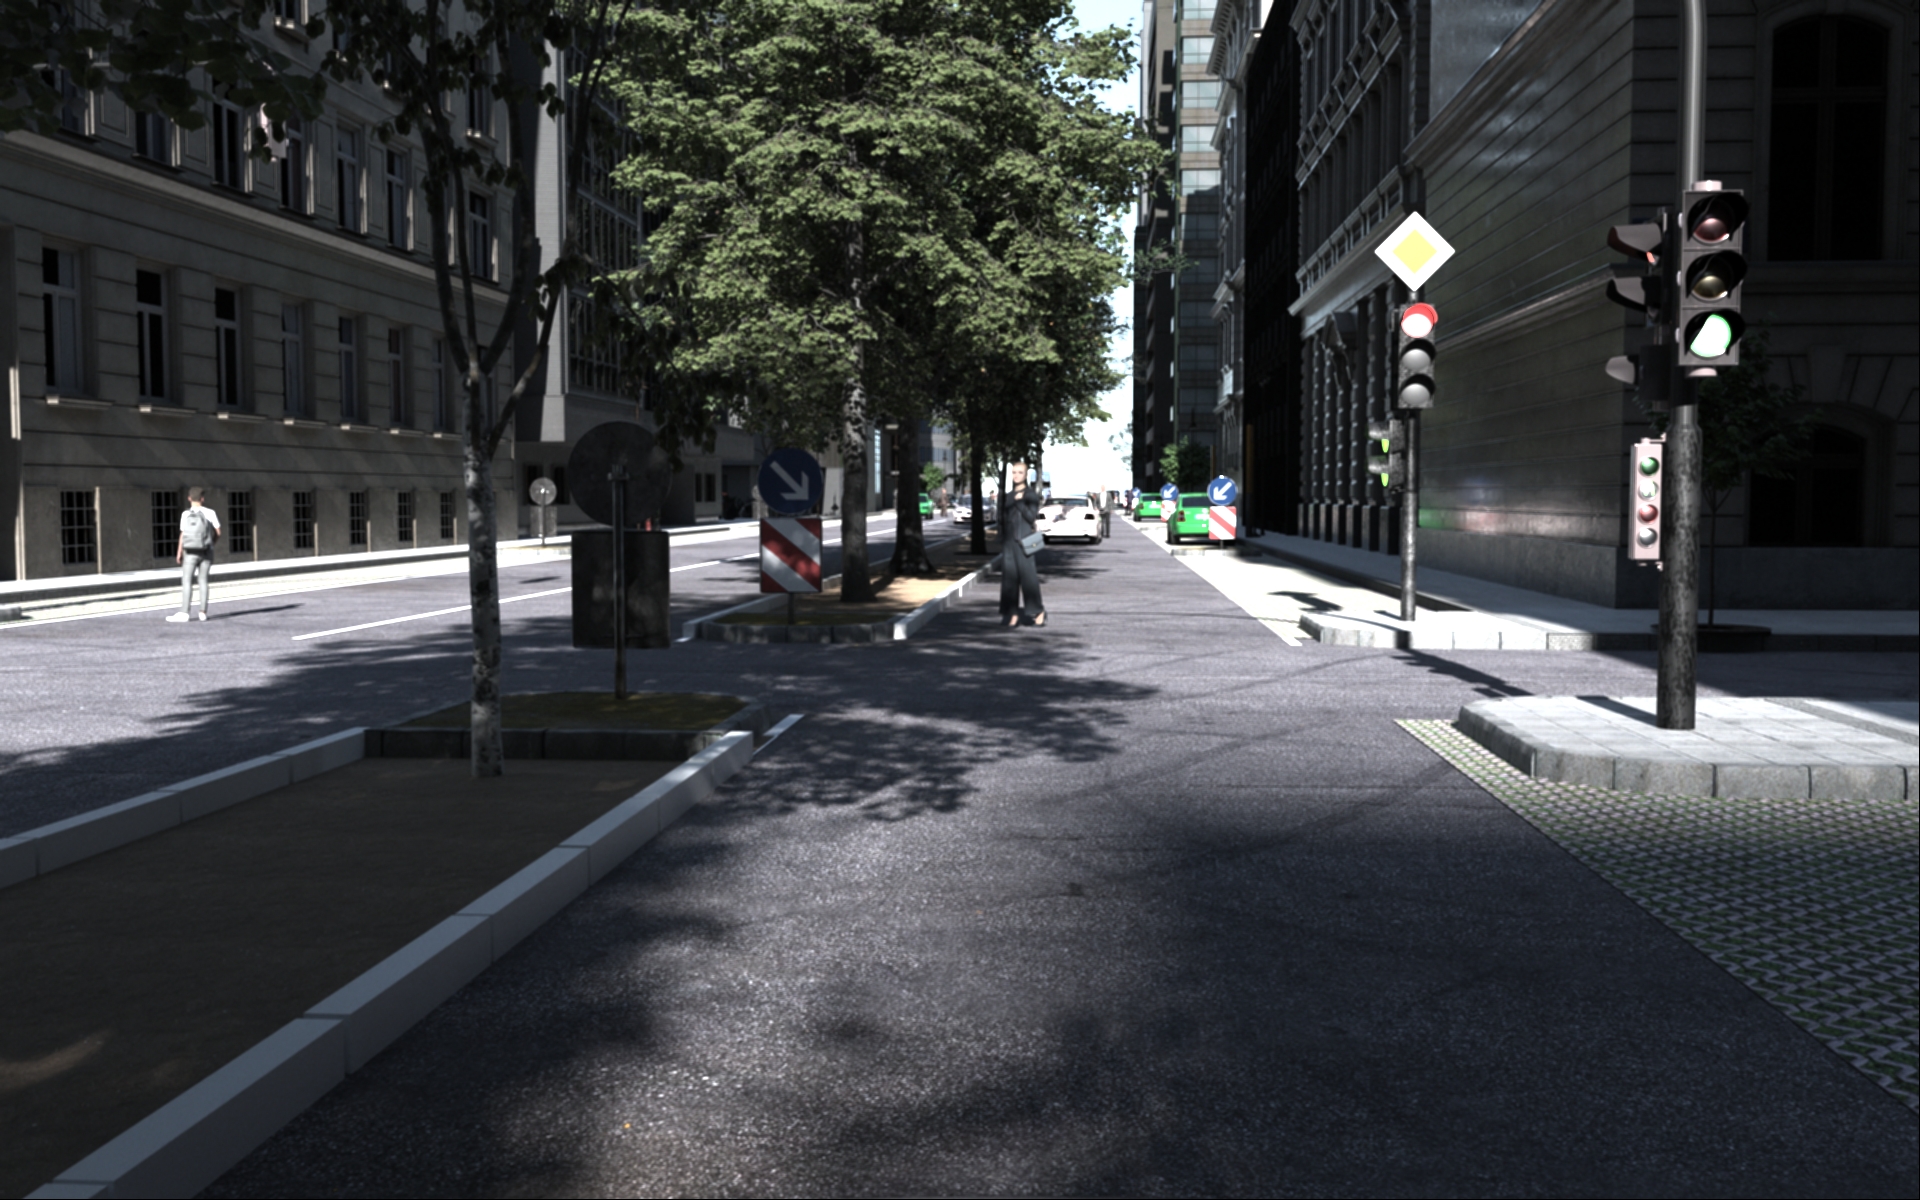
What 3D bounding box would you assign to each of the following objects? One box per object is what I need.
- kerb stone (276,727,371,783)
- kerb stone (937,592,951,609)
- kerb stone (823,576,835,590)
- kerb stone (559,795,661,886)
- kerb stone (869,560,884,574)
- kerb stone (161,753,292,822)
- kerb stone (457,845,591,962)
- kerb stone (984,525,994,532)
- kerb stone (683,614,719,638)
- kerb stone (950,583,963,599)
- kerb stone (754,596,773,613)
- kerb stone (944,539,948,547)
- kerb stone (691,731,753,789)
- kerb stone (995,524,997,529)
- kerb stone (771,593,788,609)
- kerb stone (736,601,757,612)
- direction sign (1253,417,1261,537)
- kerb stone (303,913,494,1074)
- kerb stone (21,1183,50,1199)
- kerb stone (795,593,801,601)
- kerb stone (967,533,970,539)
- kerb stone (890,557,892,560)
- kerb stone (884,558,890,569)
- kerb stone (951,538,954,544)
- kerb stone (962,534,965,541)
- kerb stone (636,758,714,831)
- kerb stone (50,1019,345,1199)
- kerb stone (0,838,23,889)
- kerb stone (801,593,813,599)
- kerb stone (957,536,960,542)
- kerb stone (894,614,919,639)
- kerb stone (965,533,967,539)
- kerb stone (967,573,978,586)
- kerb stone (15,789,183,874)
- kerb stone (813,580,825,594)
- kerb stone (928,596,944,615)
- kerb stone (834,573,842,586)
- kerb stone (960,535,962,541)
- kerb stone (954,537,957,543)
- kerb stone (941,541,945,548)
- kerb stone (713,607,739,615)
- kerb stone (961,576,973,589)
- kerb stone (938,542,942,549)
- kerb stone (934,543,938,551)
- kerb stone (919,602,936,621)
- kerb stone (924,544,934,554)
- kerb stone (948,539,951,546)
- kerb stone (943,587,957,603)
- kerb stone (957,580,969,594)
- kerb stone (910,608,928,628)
[{"bbox_3d":[-3.303,0.806,9.028,0.120,0.150,1.000,0,4,4],"label":"kerb stone"},{"bbox_3d":[-0.247,0.031,21.692,0.120,0.150,1.000,0,4,4],"label":"kerb stone"},{"bbox_3d":[-2.032,-0.226,25.888,0.120,0.150,1.000,0,4,4],"label":"kerb stone"},{"bbox_3d":[-1.371,0.940,6.822,0.120,0.150,1.000,0,4,4],"label":"kerb stone"},{"bbox_3d":[-1.573,-0.601,32.023,0.120,0.150,1.000,0,4,4],"label":"kerb stone"},{"bbox_3d":[-3.388,0.868,7.996,0.120,0.150,1.000,0,4,4],"label":"kerb stone"},{"bbox_3d":[-1.449,1.006,5.800,0.120,0.150,1.000,0,4,4],"label":"kerb stone"},{"bbox_3d":[1.139,-2.785,67.827,0.120,0.150,1.000,0,4,4],"label":"kerb stone"},{"bbox_3d":[-2.657,0.277,17.702,0.120,0.150,1.000,0,4,4],"label":"kerb stone"},{"bbox_3d":[-0.095,-0.094,23.734,0.120,0.150,1.000,0,4,4],"label":"kerb stone"},{"bbox_3d":[-2.425,0.087,20.768,0.120,0.150,1.000,0,4,4],"label":"kerb stone"},{"bbox_3d":[-0.489,-1.478,46.370,0.120,0.150,1.000,0,4,4],"label":"kerb stone"},{"bbox_3d":[-1.216,0.815,8.869,0.120,0.150,1.000,0,4,4],"label":"kerb stone"},{"bbox_3d":[1.298,-2.914,69.872,0.120,0.150,1.000,0,4,4],"label":"kerb stone"},{"bbox_3d":[-2.342,0.024,21.795,0.120,0.150,1.000,0,4,4],"label":"kerb stone"},{"bbox_3d":[-2.500,0.150,19.749,0.120,0.150,1.000,0,4,4],"label":"kerb stone"},{"bbox_3d":[8.785,-3.640,51.512,0.379,3.537,0.876,1,4,15],"label":"direction sign"},{"bbox_3d":[-1.525,1.065,4.776,0.120,0.150,1.000,0,4,4],"label":"kerb stone"},{"bbox_3d":[-1.678,1.191,2.724,0.120,0.150,1.000,0,4,4],"label":"kerb stone"},{"bbox_3d":[-2.271,-0.036,22.815,0.120,0.150,1.000,0,4,4],"label":"kerb stone"},{"bbox_3d":[0.130,-1.979,54.548,0.120,0.150,1.000,0,4,4],"label":"kerb stone"},{"bbox_3d":[-1.417,-0.720,34.073,0.120,0.150,1.000,0,4,4],"label":"kerb stone"},{"bbox_3d":[-1.502,-0.661,33.048,0.120,0.150,1.000,0,4,4],"label":"kerb stone"},{"bbox_3d":[-0.334,-1.604,48.414,0.120,0.150,1.000,0,4,4],"label":"kerb stone"},{"bbox_3d":[-0.020,-1.848,52.508,0.120,0.150,1.000,0,4,4],"label":"kerb stone"},{"bbox_3d":[-1.294,0.881,7.847,0.120,0.150,1.000,0,4,4],"label":"kerb stone"},{"bbox_3d":[-1.605,1.132,3.748,0.120,0.150,1.000,0,4,4],"label":"kerb stone"},{"bbox_3d":[-3.540,0.993,5.957,0.120,0.150,1.000,0,4,4],"label":"kerb stone"},{"bbox_3d":[-2.196,-0.100,23.834,0.120,0.150,1.000,0,4,4],"label":"kerb stone"},{"bbox_3d":[-0.169,-1.729,50.468,0.120,0.150,1.000,0,4,4],"label":"kerb stone"},{"bbox_3d":[-0.553,0.282,17.610,0.120,0.150,1.000,0,4,4],"label":"kerb stone"},{"bbox_3d":[0.056,-1.916,53.526,0.120,0.150,1.000,0,4,4],"label":"kerb stone"},{"bbox_3d":[0.139,-0.281,26.791,0.120,0.150,1.000,0,4,4],"label":"kerb stone"},{"bbox_3d":[-3.462,0.933,6.976,0.120,0.150,1.000,0,4,4],"label":"kerb stone"},{"bbox_3d":[-2.112,-0.158,24.863,0.120,0.150,1.000,0,4,4],"label":"kerb stone"},{"bbox_3d":[-0.325,0.093,20.672,0.120,0.150,1.000,0,4,4],"label":"kerb stone"},{"bbox_3d":[-1.958,-0.287,26.908,0.120,0.150,1.000,0,4,4],"label":"kerb stone"},{"bbox_3d":[-0.100,-1.789,51.488,0.120,0.150,1.000,0,4,4],"label":"kerb stone"},{"bbox_3d":[-0.255,-1.666,49.433,0.120,0.150,1.000,0,4,4],"label":"kerb stone"},{"bbox_3d":[-0.562,-1.416,45.351,0.120,0.150,1.000,0,4,4],"label":"kerb stone"},{"bbox_3d":[-2.581,0.212,18.726,0.120,0.150,1.000,0,4,4],"label":"kerb stone"},{"bbox_3d":[0.061,-0.219,25.772,0.120,0.150,1.000,0,4,4],"label":"kerb stone"},{"bbox_3d":[-0.640,-1.353,44.314,0.120,0.150,1.000,0,4,4],"label":"kerb stone"},{"bbox_3d":[-0.715,-1.290,43.288,0.120,0.150,1.000,0,4,4],"label":"kerb stone"},{"bbox_3d":[-0.403,0.156,19.648,0.120,0.150,1.000,0,4,4],"label":"kerb stone"},{"bbox_3d":[-0.791,-1.224,42.269,0.120,0.150,1.000,0,4,4],"label":"kerb stone"},{"bbox_3d":[-0.407,-1.538,47.395,0.120,0.150,1.000,0,4,4],"label":"kerb stone"},{"bbox_3d":[-0.169,-0.032,22.711,0.120,0.150,1.000,0,4,4],"label":"kerb stone"},{"bbox_3d":[-0.007,-0.156,24.752,0.120,0.150,1.000,0,4,4],"label":"kerb stone"},{"bbox_3d":[-0.479,0.218,18.629,0.120,0.150,1.000,0,4,4],"label":"kerb stone"}]
